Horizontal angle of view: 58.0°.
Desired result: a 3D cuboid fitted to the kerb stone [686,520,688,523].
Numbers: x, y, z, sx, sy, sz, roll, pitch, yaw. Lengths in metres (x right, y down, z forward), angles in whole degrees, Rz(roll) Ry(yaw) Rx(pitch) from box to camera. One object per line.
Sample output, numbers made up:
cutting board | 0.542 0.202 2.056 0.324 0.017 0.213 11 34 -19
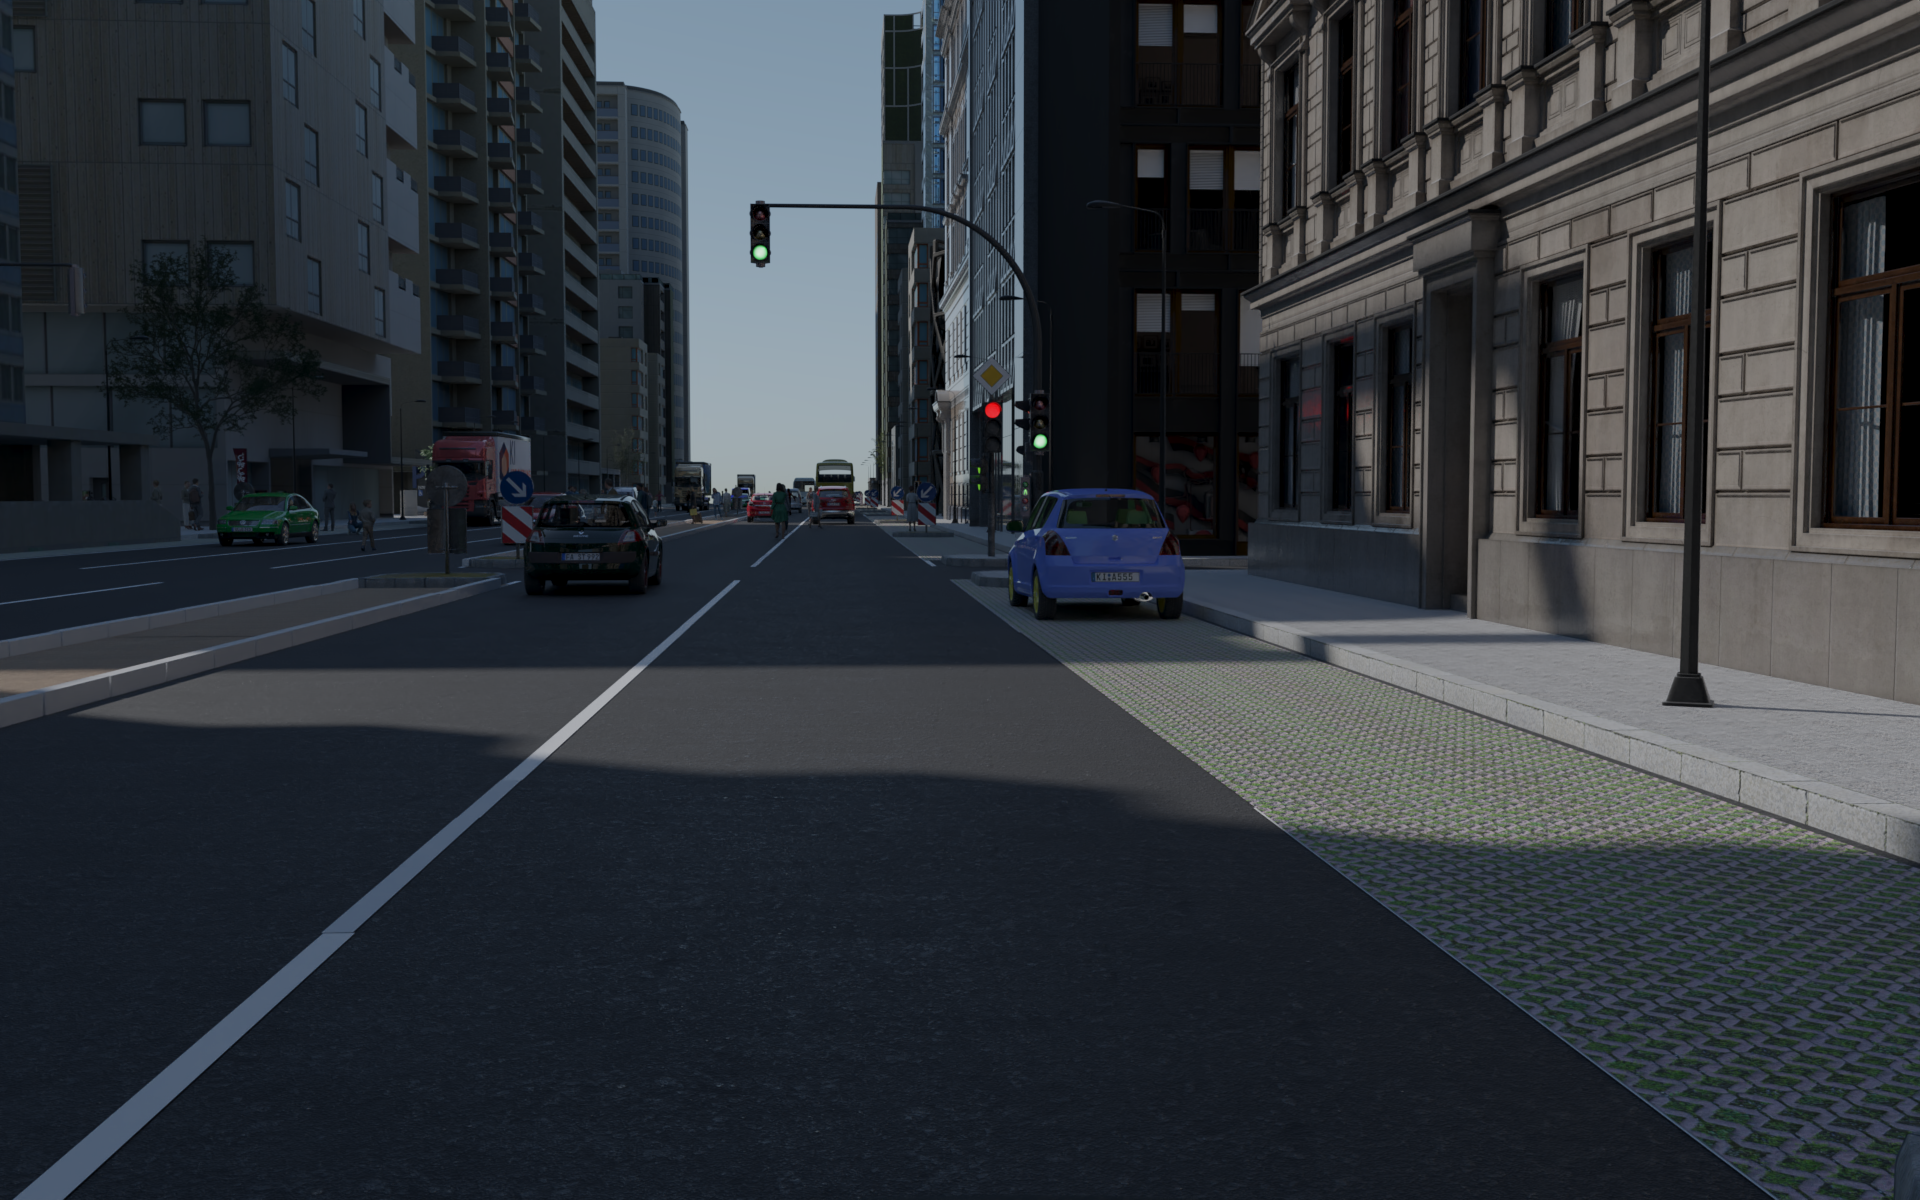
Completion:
kerb stone | -13.221 -3.695 82.630 0.120 0.150 1.000 0 4 -4

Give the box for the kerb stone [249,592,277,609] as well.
kerb stone | -8.849 0.025 21.780 0.120 0.150 1.000 0 4 -4

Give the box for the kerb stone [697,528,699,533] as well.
kerb stone | -9.741 -2.520 63.392 0.120 0.150 1.000 0 4 -4

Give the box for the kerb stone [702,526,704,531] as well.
kerb stone | -9.883 -2.642 65.446 0.120 0.150 1.000 0 4 -4

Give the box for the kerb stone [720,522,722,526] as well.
kerb stone | -10.609 -3.270 75.659 0.120 0.150 1.000 0 4 -4

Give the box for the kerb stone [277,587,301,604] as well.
kerb stone | -8.920 -0.037 22.800 0.120 0.150 1.000 0 4 -4

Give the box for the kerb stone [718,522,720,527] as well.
kerb stone | -10.538 -3.203 74.640 0.120 0.150 1.000 0 4 -4

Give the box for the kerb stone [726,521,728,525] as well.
kerb stone | -10.911 -3.521 79.757 0.120 0.150 1.000 0 4 -4

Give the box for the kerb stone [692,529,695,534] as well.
kerb stone | -9.583 -2.395 61.347 0.120 0.150 1.000 0 4 -4

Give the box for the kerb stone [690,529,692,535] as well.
kerb stone | -9.514 -2.332 60.320 0.120 0.150 1.000 0 4 -4

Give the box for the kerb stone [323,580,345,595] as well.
kerb stone | -9.062 -0.154 24.840 0.120 0.150 1.000 0 4 -4

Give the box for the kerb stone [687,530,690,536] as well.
kerb stone | -9.436 -2.268 59.285 0.120 0.150 1.000 0 4 -4

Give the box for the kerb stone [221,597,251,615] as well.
kerb stone | -8.767 0.088 20.761 0.120 0.150 1.000 0 4 -4

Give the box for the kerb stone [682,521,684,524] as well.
kerb stone | -13.074 -3.572 80.591 0.120 0.150 1.000 0 4 -4

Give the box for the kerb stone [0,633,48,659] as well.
kerb stone | -8.410 0.408 15.651 0.120 0.150 1.000 0 4 -4

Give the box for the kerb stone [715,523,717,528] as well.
kerb stone | -10.404 -3.082 72.592 0.120 0.150 1.000 0 4 -4

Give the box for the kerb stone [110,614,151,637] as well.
kerb stone | -8.551 0.275 17.695 0.120 0.150 1.000 0 4 -4

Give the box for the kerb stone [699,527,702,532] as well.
kerb stone | -9.808 -2.583 64.421 0.120 0.150 1.000 0 4 -4

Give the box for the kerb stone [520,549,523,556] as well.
kerb stone | -10.139 -1.066 39.685 0.120 0.150 1.000 0 4 -4

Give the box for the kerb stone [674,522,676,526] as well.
kerb stone | -12.781 -3.319 76.506 0.120 0.150 1.000 0 4 -4

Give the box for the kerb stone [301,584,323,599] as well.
kerb stone | -9.000 -0.099 23.819 0.120 0.150 1.000 0 4 -4

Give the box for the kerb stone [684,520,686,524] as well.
kerb stone | -13.149 -3.631 81.611 0.120 0.150 1.000 0 4 -4

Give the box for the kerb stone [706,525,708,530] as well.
kerb stone | -10.024 -2.769 67.486 0.120 0.150 1.000 0 4 -4

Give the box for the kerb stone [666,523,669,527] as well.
kerb stone | -12.561 -3.134 73.434 0.120 0.150 1.000 0 4 -4

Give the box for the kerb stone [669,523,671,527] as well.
kerb stone | -12.638 -3.197 74.464 0.120 0.150 1.000 0 4 -4

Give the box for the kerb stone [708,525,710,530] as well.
kerb stone | -10.103 -2.832 68.504 0.120 0.150 1.000 0 4 -4

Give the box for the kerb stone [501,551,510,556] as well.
kerb stone | -9.991 -0.945 37.641 0.120 0.150 1.000 0 4 -4

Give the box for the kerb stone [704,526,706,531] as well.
kerb stone | -9.958 -2.705 66.466 0.120 0.150 1.000 0 4 -4

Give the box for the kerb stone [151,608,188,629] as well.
kerb stone | -8.624 0.216 18.722 0.120 0.150 1.000 0 4 -4

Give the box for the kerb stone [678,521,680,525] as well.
kerb stone | -12.927 -3.446 78.545 0.120 0.150 1.000 0 4 -4

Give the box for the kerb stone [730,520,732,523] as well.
kerb stone | -11.131 -3.704 82.819 0.120 0.150 1.000 0 4 -4

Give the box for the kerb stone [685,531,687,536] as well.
kerb stone | -9.367 -2.206 58.266 0.120 0.150 1.000 0 4 -4

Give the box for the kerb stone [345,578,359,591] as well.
kerb stone | -9.137 -0.224 25.861 0.120 0.150 1.000 0 4 -4

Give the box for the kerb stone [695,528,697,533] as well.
kerb stone | -9.648 -2.457 62.374 0.120 0.150 1.000 0 4 -4

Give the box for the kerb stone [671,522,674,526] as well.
kerb stone | -12.703 -3.257 75.484 0.120 0.150 1.000 0 4 -4

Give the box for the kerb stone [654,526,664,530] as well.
kerb stone | -12.413 -3.000 71.395 0.120 0.150 1.000 0 4 -4

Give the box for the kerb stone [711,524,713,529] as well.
kerb stone | -10.250 -2.955 70.545 0.120 0.150 1.000 0 4 -4

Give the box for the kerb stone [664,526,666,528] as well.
kerb stone | -12.489 -3.071 72.414 0.120 0.150 1.000 0 4 -4

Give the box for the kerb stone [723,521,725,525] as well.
kerb stone | -10.766 -3.395 77.710 0.120 0.150 1.000 0 4 -4

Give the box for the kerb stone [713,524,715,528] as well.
kerb stone | -10.321 -3.020 71.565 0.120 0.150 1.000 0 4 -4

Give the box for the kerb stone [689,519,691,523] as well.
kerb stone | -13.365 -3.819 84.671 0.120 0.150 1.000 0 4 -4

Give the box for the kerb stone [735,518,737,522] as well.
kerb stone | -11.426 -3.956 86.900 0.120 0.150 1.000 0 4 -4

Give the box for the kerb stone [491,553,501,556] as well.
kerb stone | -9.911 -0.879 36.620 0.120 0.150 1.000 0 4 -4

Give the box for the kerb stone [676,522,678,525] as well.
kerb stone | -12.854 -3.384 77.526 0.120 0.150 1.000 0 4 -4

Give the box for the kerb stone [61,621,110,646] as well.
kerb stone | -8.476 0.338 16.671 0.120 0.150 1.000 0 4 -4

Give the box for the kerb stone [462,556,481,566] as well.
kerb stone | -9.771 -0.758 34.581 0.120 0.150 1.000 0 4 -4

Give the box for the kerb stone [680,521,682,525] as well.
kerb stone | -13.004 -3.504 79.564 0.120 0.150 1.000 0 4 -4

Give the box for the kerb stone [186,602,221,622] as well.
kerb stone | -8.697 0.150 19.741 0.120 0.150 1.000 0 4 -4

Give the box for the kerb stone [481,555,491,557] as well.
kerb stone | -9.844 -0.820 35.600 0.120 0.150 1.000 0 4 -4

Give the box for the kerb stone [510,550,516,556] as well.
kerb stone | -10.058 -1.007 38.666 0.120 0.150 1.000 0 4 -4
